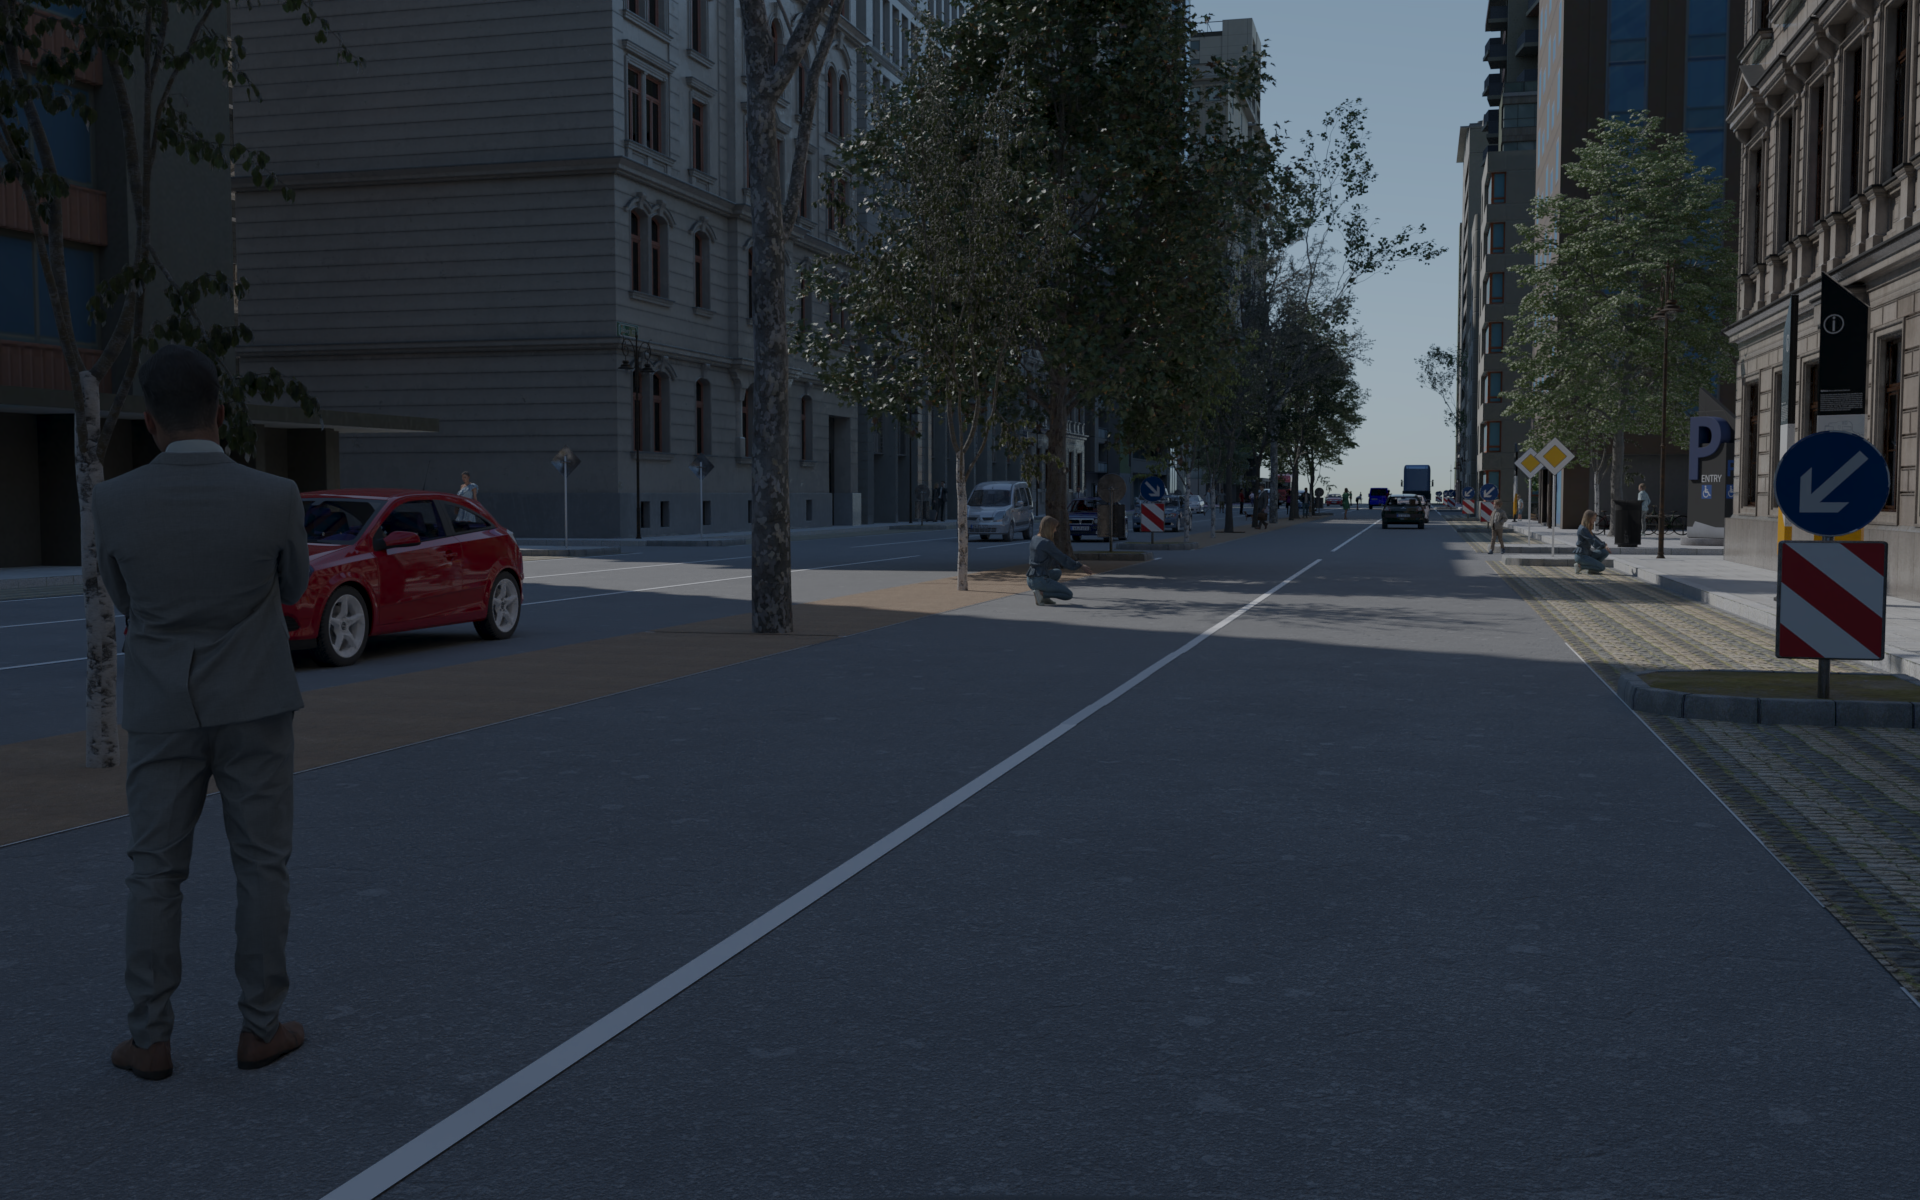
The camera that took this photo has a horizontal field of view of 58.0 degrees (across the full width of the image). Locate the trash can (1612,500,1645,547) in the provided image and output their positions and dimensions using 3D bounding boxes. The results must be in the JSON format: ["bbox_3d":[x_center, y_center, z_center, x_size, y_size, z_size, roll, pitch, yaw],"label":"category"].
[{"bbox_3d":[16.124,-1.844,41.797,0.748,1.137,0.748,0,3,0],"label":"trash can"}]

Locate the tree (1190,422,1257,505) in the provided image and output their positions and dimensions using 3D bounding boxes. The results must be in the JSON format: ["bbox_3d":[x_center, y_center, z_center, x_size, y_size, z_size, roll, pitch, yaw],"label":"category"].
[{"bbox_3d":[29.688,-17.706,196.155,9.857,13.997,8.962,0,3,0],"label":"tree"}]

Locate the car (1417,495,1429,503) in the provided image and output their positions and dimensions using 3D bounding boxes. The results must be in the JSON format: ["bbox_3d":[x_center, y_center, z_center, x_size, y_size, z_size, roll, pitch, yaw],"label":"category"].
[{"bbox_3d":[36.451,-7.689,138.301,1.945,1.354,3.894,1,4,13],"label":"car"}]

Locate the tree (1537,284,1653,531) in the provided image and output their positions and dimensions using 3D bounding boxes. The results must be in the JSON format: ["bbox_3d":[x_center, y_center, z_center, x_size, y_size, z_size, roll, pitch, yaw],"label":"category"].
[{"bbox_3d":[21.740,-6.645,59.010,4.360,8.622,3.978,0,3,0],"label":"tree"}]

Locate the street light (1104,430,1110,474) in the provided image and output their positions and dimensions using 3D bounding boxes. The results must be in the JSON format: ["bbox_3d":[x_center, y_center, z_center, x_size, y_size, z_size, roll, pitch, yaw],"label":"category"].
[{"bbox_3d":[10.519,-9.210,123.371,0.468,5.910,1.993,1,4,15],"label":"street light"}]

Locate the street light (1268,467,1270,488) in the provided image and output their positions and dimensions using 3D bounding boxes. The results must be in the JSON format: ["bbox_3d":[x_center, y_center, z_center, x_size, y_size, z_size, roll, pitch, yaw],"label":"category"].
[{"bbox_3d":[45.648,-17.301,255.662,0.468,5.910,1.993,1,4,15],"label":"street light"}]

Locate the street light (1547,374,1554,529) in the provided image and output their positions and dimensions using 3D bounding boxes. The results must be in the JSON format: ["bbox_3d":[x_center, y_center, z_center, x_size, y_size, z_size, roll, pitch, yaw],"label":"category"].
[{"bbox_3d":[21.862,-5.580,64.013,0.468,5.910,1.993,1,4,15],"label":"street light"}]

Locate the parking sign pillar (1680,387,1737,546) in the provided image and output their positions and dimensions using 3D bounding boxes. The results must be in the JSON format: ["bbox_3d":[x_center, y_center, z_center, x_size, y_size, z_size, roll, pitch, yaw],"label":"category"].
[{"bbox_3d":[18.799,-3.347,43.199,1.447,3.967,1.447,-1,4,-18],"label":"parking sign pillar"}]

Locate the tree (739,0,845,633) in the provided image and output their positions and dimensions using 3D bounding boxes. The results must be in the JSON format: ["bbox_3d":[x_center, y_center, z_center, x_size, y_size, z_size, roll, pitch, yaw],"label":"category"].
[{"bbox_3d":[-0.984,-9.652,16.149,12.611,20.169,13.585,0,3,0],"label":"tree"}]

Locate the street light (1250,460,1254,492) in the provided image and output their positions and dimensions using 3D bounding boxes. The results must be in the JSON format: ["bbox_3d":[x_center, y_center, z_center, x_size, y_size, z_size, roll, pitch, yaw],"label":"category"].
[{"bbox_3d":[38.698,-15.721,229.827,0.468,5.910,1.993,1,4,15],"label":"street light"}]

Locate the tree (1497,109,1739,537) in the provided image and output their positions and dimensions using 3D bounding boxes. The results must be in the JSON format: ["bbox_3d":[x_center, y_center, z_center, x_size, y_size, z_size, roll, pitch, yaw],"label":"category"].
[{"bbox_3d":[20.146,-8.166,51.639,7.486,12.596,7.792,0,3,0],"label":"tree"}]

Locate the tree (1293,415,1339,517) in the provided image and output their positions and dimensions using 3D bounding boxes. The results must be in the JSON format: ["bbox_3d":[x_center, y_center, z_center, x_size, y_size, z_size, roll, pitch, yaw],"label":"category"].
[{"bbox_3d":[21.546,-9.381,106.205,4.360,8.622,3.978,0,3,0],"label":"tree"}]

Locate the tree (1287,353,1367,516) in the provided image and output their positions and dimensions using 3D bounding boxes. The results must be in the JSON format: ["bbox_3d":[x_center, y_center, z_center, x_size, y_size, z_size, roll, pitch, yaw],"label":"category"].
[{"bbox_3d":[23.097,-11.346,113.726,9.928,11.665,9.643,0,3,0],"label":"tree"}]

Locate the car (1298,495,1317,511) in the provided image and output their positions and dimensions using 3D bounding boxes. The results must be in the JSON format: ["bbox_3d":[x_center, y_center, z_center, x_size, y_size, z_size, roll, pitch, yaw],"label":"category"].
[{"bbox_3d":[28.979,-8.149,145.235,2.014,1.417,4.499,1,4,15],"label":"car"}]

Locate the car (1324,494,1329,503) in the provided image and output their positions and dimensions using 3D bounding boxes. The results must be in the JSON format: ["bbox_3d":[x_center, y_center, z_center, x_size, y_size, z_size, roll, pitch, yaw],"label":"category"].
[{"bbox_3d":[57.254,-15.607,266.967,2.131,1.459,4.920,1,4,16],"label":"car"}]

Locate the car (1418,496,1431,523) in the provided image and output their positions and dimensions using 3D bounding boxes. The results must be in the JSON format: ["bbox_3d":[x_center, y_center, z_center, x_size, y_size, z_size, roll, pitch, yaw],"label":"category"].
[{"bbox_3d":[22.490,-4.540,86.595,2.083,1.381,4.827,1,4,16],"label":"car"}]

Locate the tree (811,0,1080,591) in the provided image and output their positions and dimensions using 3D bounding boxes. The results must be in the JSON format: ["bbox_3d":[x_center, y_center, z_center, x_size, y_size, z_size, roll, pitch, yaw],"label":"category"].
[{"bbox_3d":[-0.005,-4.421,25.107,4.360,8.622,3.978,0,3,0],"label":"tree"}]

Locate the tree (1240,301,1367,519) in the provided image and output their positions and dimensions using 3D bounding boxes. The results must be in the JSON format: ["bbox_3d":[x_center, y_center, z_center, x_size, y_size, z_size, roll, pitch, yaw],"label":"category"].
[{"bbox_3d":[19.562,-10.985,100.193,7.486,12.596,7.792,0,3,0],"label":"tree"}]

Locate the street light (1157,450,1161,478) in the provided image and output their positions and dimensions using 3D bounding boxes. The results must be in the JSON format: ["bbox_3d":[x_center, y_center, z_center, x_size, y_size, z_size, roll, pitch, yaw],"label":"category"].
[{"bbox_3d":[17.159,-10.762,148.744,0.468,5.910,1.993,1,4,15],"label":"street light"}]

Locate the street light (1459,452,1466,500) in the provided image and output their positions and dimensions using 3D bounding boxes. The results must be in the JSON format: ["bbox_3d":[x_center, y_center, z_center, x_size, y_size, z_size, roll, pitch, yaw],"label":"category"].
[{"bbox_3d":[54.807,-13.182,188.319,0.468,5.910,1.993,1,4,15],"label":"street light"}]

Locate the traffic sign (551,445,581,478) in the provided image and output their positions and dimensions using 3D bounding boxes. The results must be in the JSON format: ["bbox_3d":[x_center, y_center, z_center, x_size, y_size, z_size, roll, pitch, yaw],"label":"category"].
[{"bbox_3d":[-9.328,-2.372,40.975,0.795,2.593,0.064,1,4,15],"label":"traffic sign"}]

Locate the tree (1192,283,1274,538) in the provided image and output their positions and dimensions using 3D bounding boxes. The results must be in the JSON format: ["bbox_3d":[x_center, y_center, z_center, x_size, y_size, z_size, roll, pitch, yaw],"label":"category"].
[{"bbox_3d":[8.144,-6.285,55.582,4.360,8.622,3.978,0,3,0],"label":"tree"}]

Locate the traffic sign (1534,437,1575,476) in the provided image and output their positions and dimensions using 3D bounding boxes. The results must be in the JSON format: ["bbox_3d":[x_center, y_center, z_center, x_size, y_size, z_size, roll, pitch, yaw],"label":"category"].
[{"bbox_3d":[12.121,-2.024,35.284,0.795,2.593,0.064,1,4,15],"label":"traffic sign"}]

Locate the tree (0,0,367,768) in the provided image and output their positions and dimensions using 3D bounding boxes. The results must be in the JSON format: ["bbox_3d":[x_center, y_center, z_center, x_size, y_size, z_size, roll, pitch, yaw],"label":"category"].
[{"bbox_3d":[-4.532,-3.410,8.574,4.360,8.622,3.978,0,3,0],"label":"tree"}]

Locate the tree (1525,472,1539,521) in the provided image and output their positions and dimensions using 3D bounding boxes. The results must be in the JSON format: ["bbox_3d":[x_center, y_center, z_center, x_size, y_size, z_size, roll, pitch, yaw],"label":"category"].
[{"bbox_3d":[27.846,-5.386,82.663,1.663,3.219,1.824,0,3,0],"label":"tree"}]

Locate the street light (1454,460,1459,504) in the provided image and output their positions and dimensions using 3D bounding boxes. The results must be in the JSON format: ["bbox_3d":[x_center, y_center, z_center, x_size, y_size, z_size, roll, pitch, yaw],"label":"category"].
[{"bbox_3d":[62.546,-14.958,217.344,0.468,5.910,1.993,1,4,15],"label":"street light"}]

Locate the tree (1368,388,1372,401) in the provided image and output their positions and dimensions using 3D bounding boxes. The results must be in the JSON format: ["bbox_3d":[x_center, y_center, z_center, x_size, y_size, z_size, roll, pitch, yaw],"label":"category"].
[{"bbox_3d":[17.768,-9.539,92.836,8.767,10.594,7.601,1,4,15],"label":"tree"}]

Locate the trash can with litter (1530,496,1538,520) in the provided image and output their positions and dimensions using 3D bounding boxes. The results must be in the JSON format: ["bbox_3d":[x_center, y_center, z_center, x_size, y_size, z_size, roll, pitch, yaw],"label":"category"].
[{"bbox_3d":[28.309,-4.514,85.196,0.624,1.170,1.055,1,4,19],"label":"trash can with litter"}]

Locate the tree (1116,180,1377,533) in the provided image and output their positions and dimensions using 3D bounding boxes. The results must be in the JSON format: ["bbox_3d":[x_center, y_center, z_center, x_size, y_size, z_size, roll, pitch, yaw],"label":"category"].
[{"bbox_3d":[9.907,-9.217,63.521,12.009,13.543,11.850,0,3,0],"label":"tree"}]

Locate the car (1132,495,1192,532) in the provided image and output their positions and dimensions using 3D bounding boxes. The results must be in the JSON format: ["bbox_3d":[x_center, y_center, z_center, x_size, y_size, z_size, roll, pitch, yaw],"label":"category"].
[{"bbox_3d":[7.829,-3.343,66.661,2.014,1.417,4.499,1,4,17],"label":"car"}]

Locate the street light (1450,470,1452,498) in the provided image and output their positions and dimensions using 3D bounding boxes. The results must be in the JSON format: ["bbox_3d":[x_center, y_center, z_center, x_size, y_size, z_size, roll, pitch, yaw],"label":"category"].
[{"bbox_3d":[69.407,-16.533,243.100,0.468,5.910,1.993,1,4,15],"label":"street light"}]

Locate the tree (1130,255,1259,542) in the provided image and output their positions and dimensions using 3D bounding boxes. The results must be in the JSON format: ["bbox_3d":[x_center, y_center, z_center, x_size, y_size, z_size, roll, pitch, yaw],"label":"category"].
[{"bbox_3d":[6.407,-5.871,48.816,4.737,8.622,4.395,0,3,0],"label":"tree"}]

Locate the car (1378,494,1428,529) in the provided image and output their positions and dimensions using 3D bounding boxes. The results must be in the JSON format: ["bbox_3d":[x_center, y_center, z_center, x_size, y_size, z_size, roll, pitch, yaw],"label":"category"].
[{"bbox_3d":[18.467,-3.816,72.176,2.009,1.686,4.222,1,4,14],"label":"car"}]

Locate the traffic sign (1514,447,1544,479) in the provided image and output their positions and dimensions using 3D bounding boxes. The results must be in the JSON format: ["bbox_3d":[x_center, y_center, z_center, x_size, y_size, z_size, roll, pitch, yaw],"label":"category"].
[{"bbox_3d":[14.169,-2.496,43.003,0.795,2.593,0.064,1,4,15],"label":"traffic sign"}]

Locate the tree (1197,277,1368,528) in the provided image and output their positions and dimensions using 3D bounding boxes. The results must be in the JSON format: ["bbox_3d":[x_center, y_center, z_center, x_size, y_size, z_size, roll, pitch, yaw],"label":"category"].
[{"bbox_3d":[12.456,-8.336,73.164,8.767,10.594,7.601,1,4,15],"label":"tree"}]

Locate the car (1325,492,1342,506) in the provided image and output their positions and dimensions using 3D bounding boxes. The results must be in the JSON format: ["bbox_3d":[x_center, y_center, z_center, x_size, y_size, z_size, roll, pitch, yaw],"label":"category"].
[{"bbox_3d":[43.935,-11.861,202.963,2.155,1.783,4.494,1,4,14],"label":"car"}]

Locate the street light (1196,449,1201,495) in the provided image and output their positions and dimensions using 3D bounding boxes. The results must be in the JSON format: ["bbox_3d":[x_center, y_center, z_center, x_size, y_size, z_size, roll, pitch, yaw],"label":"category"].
[{"bbox_3d":[23.965,-12.311,174.073,0.468,5.910,1.993,1,4,15],"label":"street light"}]

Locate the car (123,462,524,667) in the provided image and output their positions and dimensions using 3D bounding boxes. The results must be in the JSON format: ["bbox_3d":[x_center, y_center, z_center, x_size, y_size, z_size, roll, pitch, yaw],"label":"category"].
[{"bbox_3d":[-5.653,-0.415,15.830,2.155,1.783,4.494,1,4,13],"label":"car"}]

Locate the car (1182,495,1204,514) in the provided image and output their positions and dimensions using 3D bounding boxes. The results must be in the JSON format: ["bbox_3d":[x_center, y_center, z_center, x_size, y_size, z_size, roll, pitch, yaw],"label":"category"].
[{"bbox_3d":[16.896,-7.034,127.360,2.083,1.381,4.827,1,4,13],"label":"car"}]

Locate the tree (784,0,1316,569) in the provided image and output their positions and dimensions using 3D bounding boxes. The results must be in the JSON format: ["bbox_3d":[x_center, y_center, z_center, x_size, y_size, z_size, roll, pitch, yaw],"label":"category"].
[{"bbox_3d":[1.843,-6.934,32.836,9.611,12.733,9.660,0,3,0],"label":"tree"}]

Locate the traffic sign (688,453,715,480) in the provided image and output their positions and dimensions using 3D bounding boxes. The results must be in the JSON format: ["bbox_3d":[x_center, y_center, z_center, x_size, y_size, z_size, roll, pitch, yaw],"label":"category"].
[{"bbox_3d":[-7.280,-2.844,48.694,0.795,2.593,0.064,1,4,15],"label":"traffic sign"}]

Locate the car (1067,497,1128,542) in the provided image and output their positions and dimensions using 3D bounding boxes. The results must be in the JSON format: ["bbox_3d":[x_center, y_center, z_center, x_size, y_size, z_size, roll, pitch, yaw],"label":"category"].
[{"bbox_3d":[4.021,-2.457,52.757,1.945,1.354,3.894,1,4,15],"label":"car"}]
